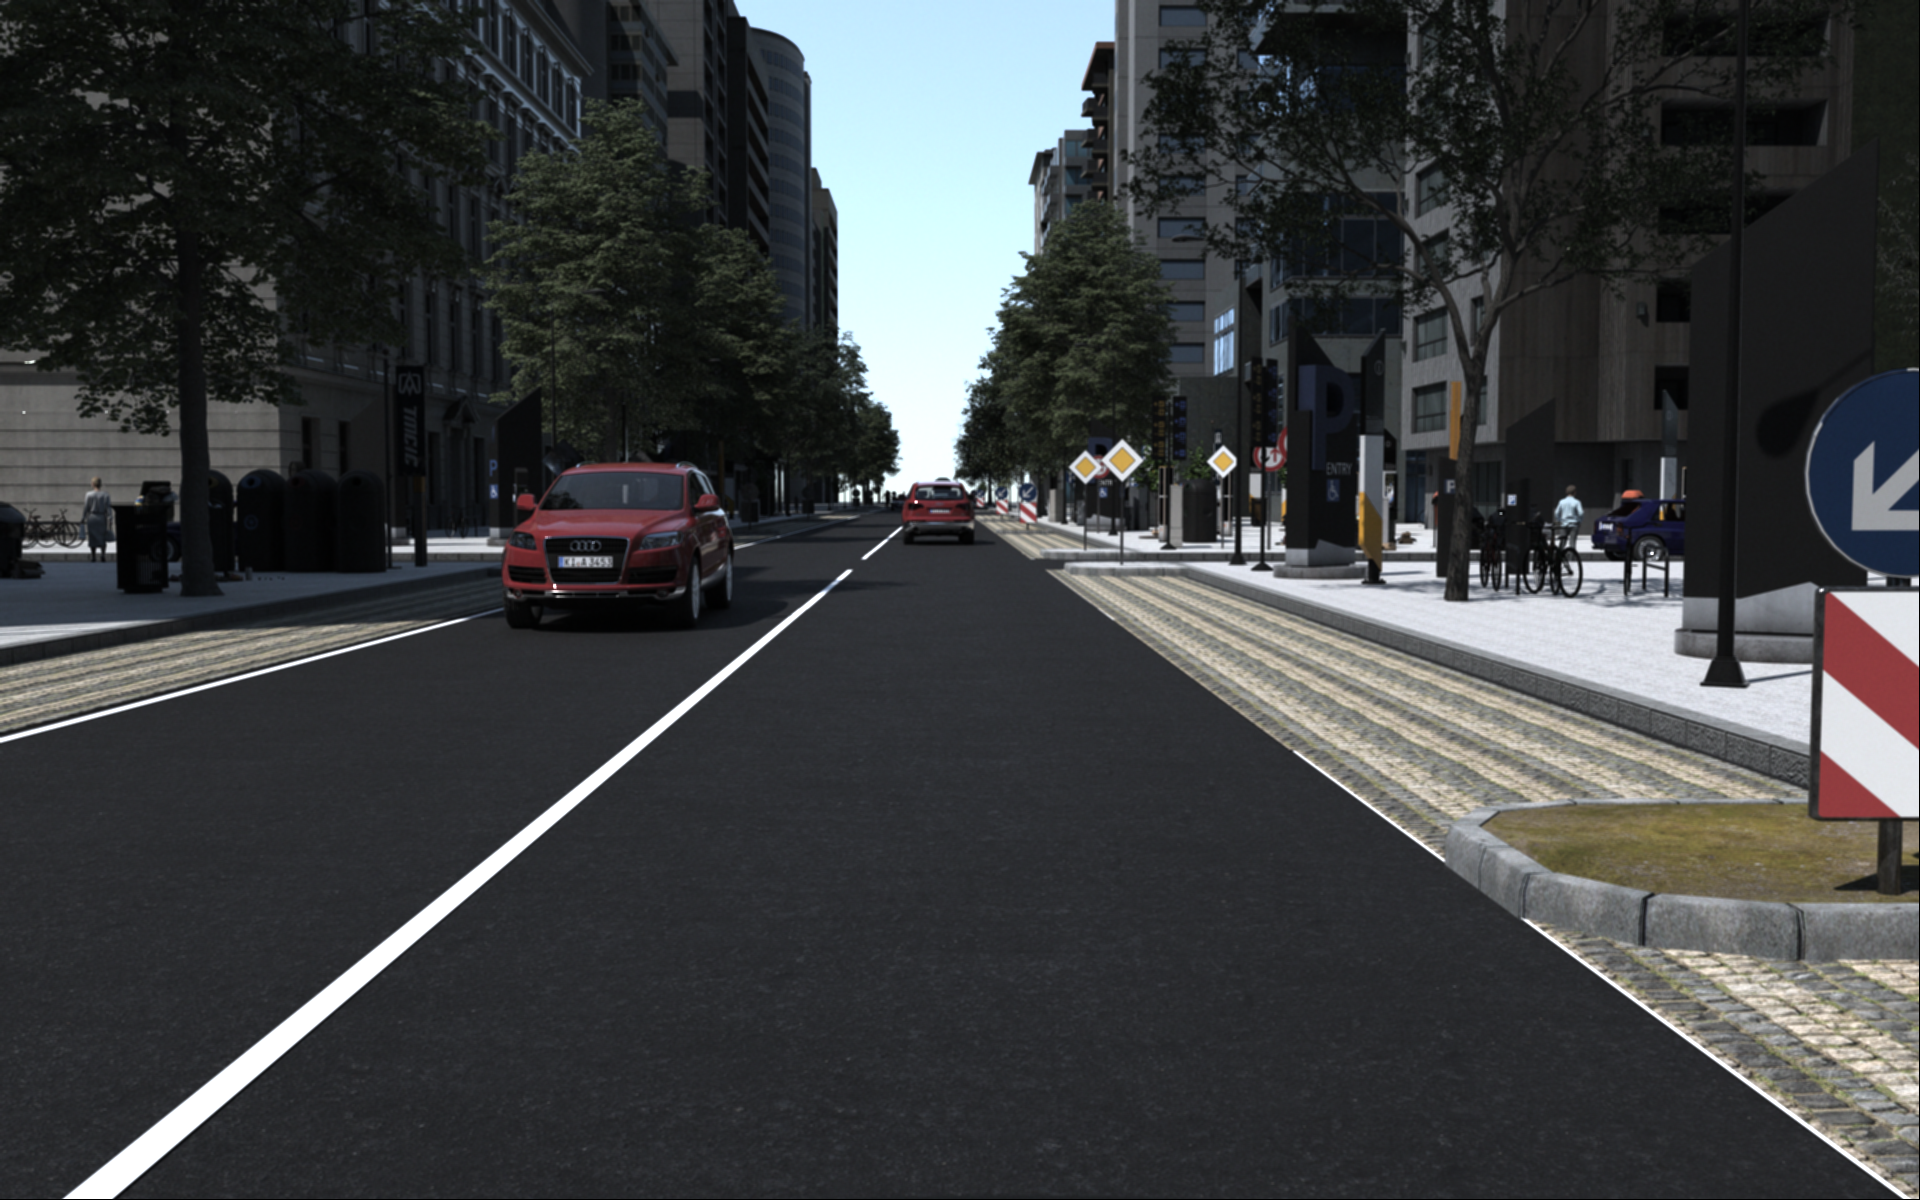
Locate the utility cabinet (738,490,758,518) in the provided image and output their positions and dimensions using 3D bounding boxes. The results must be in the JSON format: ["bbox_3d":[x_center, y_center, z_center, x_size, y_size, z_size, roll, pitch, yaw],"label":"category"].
[{"bbox_3d":[-11.321,-5.131,92.574,1.173,1.500,0.318,3,4,36],"label":"utility cabinet"}]

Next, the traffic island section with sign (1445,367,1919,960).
[{"bbox_3d":[2.873,0.147,6.232,1.989,1.847,2.006,0,4,-1],"label":"traffic island section with sign"}]

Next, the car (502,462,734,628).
[{"bbox_3d":[-3.865,-0.707,20.237,2.281,1.827,5.304,0,4,-1],"label":"car"}]

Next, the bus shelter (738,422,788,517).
[{"bbox_3d":[-11.330,-7.429,99.089,2.179,5.291,8.768,0,4,-1],"label":"bus shelter"}]

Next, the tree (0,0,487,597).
[{"bbox_3d":[-9.460,-6.296,21.069,7.486,12.596,7.792,0,3,0],"label":"tree"}]

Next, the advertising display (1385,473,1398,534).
[{"bbox_3d":[13.467,-2.990,54.107,0.123,1.923,0.974,0,4,-2],"label":"advertising display"}]

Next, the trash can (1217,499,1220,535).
[{"bbox_3d":[8.238,-2.639,54.798,0.748,1.137,0.748,0,3,0],"label":"trash can"}]

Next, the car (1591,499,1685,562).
[{"bbox_3d":[15.130,-1.404,35.539,3.894,1.354,1.945,0,4,0],"label":"car"}]

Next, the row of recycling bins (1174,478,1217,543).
[{"bbox_3d":[6.346,-2.444,47.076,1.069,1.692,3.534,0,4,-1],"label":"row of recycling bins"}]

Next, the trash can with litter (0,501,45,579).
[{"bbox_3d":[-14.412,-0.923,26.473,1.055,1.170,0.624,2,4,27],"label":"trash can with litter"}]

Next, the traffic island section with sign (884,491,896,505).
[{"bbox_3d":[-9.117,-13.038,221.797,1.989,1.847,2.006,0,4,-1],"label":"traffic island section with sign"}]

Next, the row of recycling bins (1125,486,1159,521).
[{"bbox_3d":[7.892,-4.642,83.002,3.534,1.692,1.069,2,4,29],"label":"row of recycling bins"}]

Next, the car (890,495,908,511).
[{"bbox_3d":[-5.186,-8.519,151.859,1.945,1.354,3.894,0,4,-1],"label":"car"}]

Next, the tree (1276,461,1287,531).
[{"bbox_3d":[11.773,-4.019,60.312,1.663,3.219,1.824,0,3,0],"label":"tree"}]

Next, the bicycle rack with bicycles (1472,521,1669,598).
[{"bbox_3d":[7.953,-0.553,22.425,2.852,0.926,2.925,1,4,14],"label":"bicycle rack with bicycles"}]

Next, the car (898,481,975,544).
[{"bbox_3d":[-0.674,-2.576,50.787,2.281,1.827,5.304,0,4,-3],"label":"car"}]

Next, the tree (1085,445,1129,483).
[{"bbox_3d":[7.462,-6.452,89.211,4.285,4.588,4.351,0,3,0],"label":"tree"}]

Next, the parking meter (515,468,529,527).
[{"bbox_3d":[-9.692,-1.995,38.333,0.255,1.863,0.399,-1,4,-21],"label":"parking meter"}]

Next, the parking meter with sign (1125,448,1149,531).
[{"bbox_3d":[6.305,-3.985,61.410,0.543,3.016,1.738,2,4,34],"label":"parking meter with sign"}]

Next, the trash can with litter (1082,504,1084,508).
[{"bbox_3d":[5.010,-3.161,63.068,1.055,1.170,0.624,-1,4,-13],"label":"trash can with litter"}]

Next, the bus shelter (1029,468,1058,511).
[{"bbox_3d":[5.357,-7.186,111.417,2.014,3.302,5.546,0,4,0],"label":"bus shelter"}]

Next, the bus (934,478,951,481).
[{"bbox_3d":[-2.571,-16.354,258.933,2.896,3.916,12.252,0,4,0],"label":"bus"}]

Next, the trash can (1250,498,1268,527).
[{"bbox_3d":[11.704,-3.436,67.825,0.748,1.137,0.748,0,3,0],"label":"trash can"}]

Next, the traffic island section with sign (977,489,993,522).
[{"bbox_3d":[2.024,-4.925,89.148,1.989,1.847,2.006,0,4,-1],"label":"traffic island section with sign"}]

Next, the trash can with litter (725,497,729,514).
[{"bbox_3d":[-11.027,-4.101,78.442,1.055,1.170,0.624,-2,4,-28],"label":"trash can with litter"}]

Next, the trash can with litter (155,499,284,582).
[{"bbox_3d":[-11.384,-0.901,25.782,2.233,1.210,1.678,1,4,19],"label":"trash can with litter"}]

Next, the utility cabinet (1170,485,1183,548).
[{"bbox_3d":[5.166,-2.005,41.459,0.318,1.500,1.173,0,4,5],"label":"utility cabinet"}]

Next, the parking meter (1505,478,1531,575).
[{"bbox_3d":[8.908,-1.176,27.644,0.372,1.533,0.369,0,3,0],"label":"parking meter"}]

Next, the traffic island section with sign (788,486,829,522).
[{"bbox_3d":[-7.744,-4.911,88.917,1.989,1.847,2.006,0,4,-1],"label":"traffic island section with sign"}]

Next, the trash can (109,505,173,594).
[{"bbox_3d":[-10.612,-0.662,22.472,0.748,1.137,0.748,0,3,0],"label":"trash can"}]

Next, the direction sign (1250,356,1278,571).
[{"bbox_3d":[5.065,-2.258,28.919,0.379,3.537,0.876,3,4,38],"label":"direction sign"}]

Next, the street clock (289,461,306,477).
[{"bbox_3d":[-14.638,-2.064,38.324,0.358,2.002,0.471,-3,5,-41],"label":"street clock"}]

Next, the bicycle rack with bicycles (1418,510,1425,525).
[{"bbox_3d":[21.023,-3.632,72.763,2.925,0.926,2.852,2,4,31],"label":"bicycle rack with bicycles"}]

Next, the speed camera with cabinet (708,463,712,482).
[{"bbox_3d":[-16.220,-7.025,109.193,0.660,3.252,2.038,-2,4,-28],"label":"speed camera with cabinet"}]

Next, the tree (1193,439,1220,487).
[{"bbox_3d":[8.508,-4.070,61.152,1.663,3.219,1.824,0,3,0],"label":"tree"}]

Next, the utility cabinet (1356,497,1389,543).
[{"bbox_3d":[9.767,-1.859,41.554,1.020,1.237,0.306,1,4,14],"label":"utility cabinet"}]

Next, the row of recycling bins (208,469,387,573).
[{"bbox_3d":[-11.179,-1.319,28.679,3.534,1.692,1.069,1,4,9],"label":"row of recycling bins"}]

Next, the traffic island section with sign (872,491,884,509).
[{"bbox_3d":[-8.535,-9.606,165.693,1.989,1.847,2.006,0,4,-1],"label":"traffic island section with sign"}]

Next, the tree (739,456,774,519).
[{"bbox_3d":[-10.450,-5.770,88.936,1.663,3.219,1.824,0,3,0],"label":"tree"}]

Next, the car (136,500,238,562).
[{"bbox_3d":[-14.793,-1.402,35.501,3.894,1.354,1.945,0,4,-1],"label":"car"}]

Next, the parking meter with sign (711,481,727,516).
[{"bbox_3d":[-14.417,-6.528,102.999,0.543,3.016,1.738,-3,5,-43],"label":"parking meter with sign"}]

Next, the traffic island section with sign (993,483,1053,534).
[{"bbox_3d":[2.295,-3.276,62.195,1.989,1.847,2.006,0,4,-1],"label":"traffic island section with sign"}]

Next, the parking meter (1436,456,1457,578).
[{"bbox_3d":[7.550,-1.279,26.622,0.399,1.863,0.255,1,4,9],"label":"parking meter"}]

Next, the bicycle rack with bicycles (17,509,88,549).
[{"bbox_3d":[-22.050,-1.701,41.186,2.852,0.926,2.925,3,5,41],"label":"bicycle rack with bicycles"}]

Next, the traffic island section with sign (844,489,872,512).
[{"bbox_3d":[-8.254,-7.958,138.740,1.989,1.847,2.006,0,4,-1],"label":"traffic island section with sign"}]

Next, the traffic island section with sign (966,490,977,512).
[{"bbox_3d":[1.507,-7.975,139.013,1.989,1.847,2.006,0,4,-1],"label":"traffic island section with sign"}]

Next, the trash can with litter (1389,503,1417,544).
[{"bbox_3d":[11.184,-2.032,44.605,1.055,1.170,0.624,0,4,-6],"label":"trash can with litter"}]

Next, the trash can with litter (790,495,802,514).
[{"bbox_3d":[-10.528,-6.242,113.113,1.678,1.210,2.233,0,3,0],"label":"trash can with litter"}]

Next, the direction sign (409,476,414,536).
[{"bbox_3d":[-16.855,-3.760,53.467,0.876,3.537,0.379,2,4,33],"label":"direction sign"}]

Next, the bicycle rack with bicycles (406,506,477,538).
[{"bbox_3d":[-15.427,-2.282,50.699,2.852,0.926,2.925,0,4,-2],"label":"bicycle rack with bicycles"}]

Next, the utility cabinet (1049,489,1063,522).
[{"bbox_3d":[4.403,-4.248,78.140,0.318,1.500,1.173,2,4,28],"label":"utility cabinet"}]

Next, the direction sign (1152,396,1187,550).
[{"bbox_3d":[4.826,-2.937,40.016,0.876,3.537,0.379,-1,4,-20],"label":"direction sign"}]

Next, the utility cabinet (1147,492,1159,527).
[{"bbox_3d":[7.142,-3.597,67.487,1.173,1.500,0.318,3,4,36],"label":"utility cabinet"}]

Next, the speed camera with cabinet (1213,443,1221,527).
[{"bbox_3d":[9.949,-4.423,66.645,0.660,3.252,2.038,1,4,12],"label":"speed camera with cabinet"}]

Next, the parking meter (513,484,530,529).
[{"bbox_3d":[-10.353,-1.986,40.887,0.372,1.533,0.369,0,3,0],"label":"parking meter"}]

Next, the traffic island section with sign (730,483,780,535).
[{"bbox_3d":[-7.470,-3.249,61.742,1.989,1.847,2.006,0,4,-1],"label":"traffic island section with sign"}]
